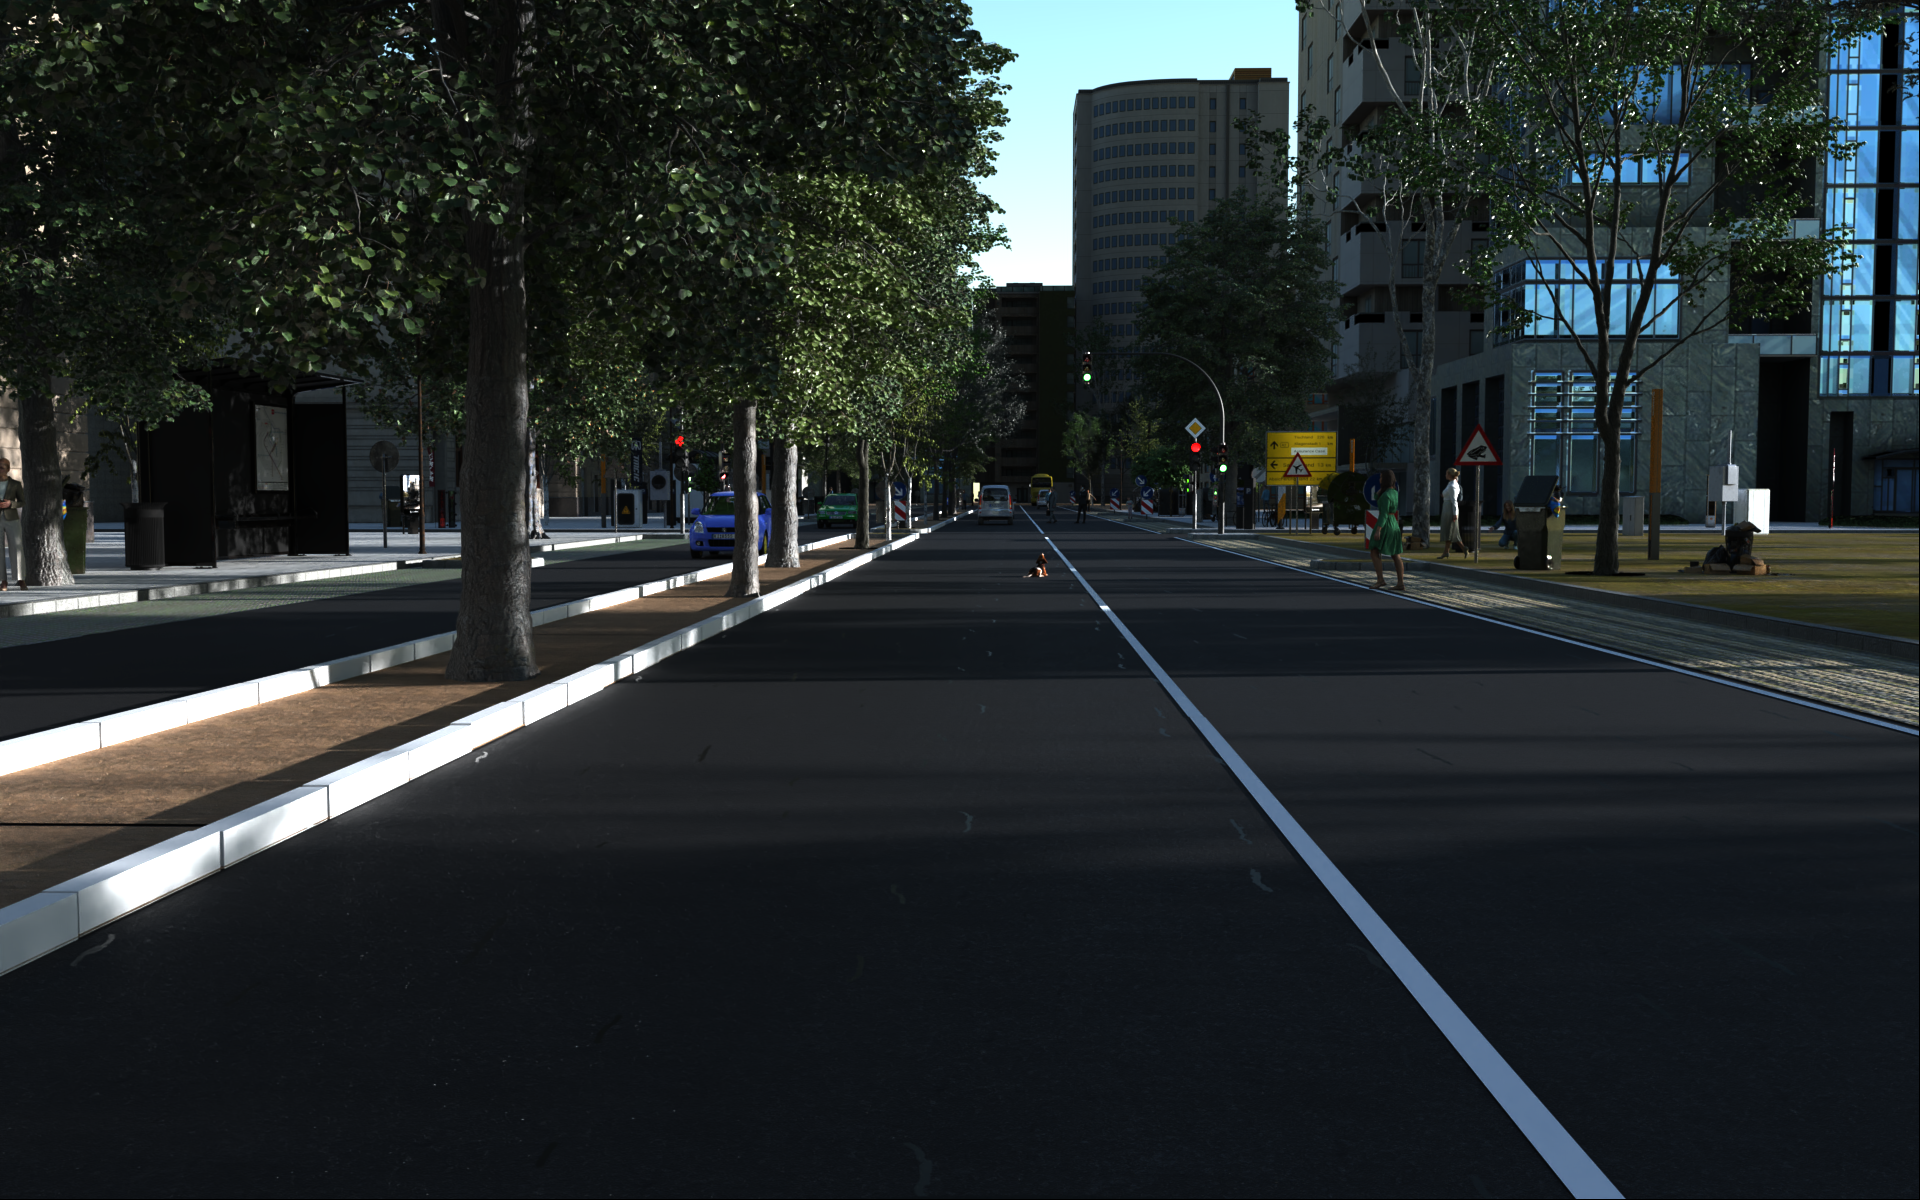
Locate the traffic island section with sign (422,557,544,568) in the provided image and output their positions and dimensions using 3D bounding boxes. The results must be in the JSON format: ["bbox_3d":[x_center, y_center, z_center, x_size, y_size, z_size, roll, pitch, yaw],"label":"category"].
[{"bbox_3d":[-9.333,-1.565,34.219,1.989,1.847,2.006,0,4,2],"label":"traffic island section with sign"}]

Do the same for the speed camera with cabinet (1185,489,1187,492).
[{"bbox_3d":[14.214,-7.193,111.936,2.038,3.252,0.660,3,4,36],"label":"speed camera with cabinet"}]

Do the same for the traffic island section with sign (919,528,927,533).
[{"bbox_3d":[-2.245,-3.397,63.673,2.006,1.907,1.989,0,4,2],"label":"traffic island section with sign"}]

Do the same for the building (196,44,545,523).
[{"bbox_3d":[-28.138,-15.239,85.317,11.583,22.565,21.152,0,4,2],"label":"building"}]

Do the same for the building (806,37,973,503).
[{"bbox_3d":[-13.682,-56.897,242.934,31.000,86.520,22.319,0,4,2],"label":"building"}]

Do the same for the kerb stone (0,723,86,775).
[{"bbox_3d":[-4.899,0.794,9.207,0.120,0.150,1.000,0,4,2],"label":"kerb stone"}]

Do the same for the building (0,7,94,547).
[{"bbox_3d":[-35.221,-14.834,39.799,25.104,27.353,12.463,0,4,2],"label":"building"}]

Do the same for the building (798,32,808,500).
[{"bbox_3d":[-28.656,-46.203,193.671,20.611,71.187,20.563,0,4,2],"label":"building"}]

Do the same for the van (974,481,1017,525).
[{"bbox_3d":[1.674,-4.561,81.577,2.013,2.044,4.112,0,4,1],"label":"van"}]

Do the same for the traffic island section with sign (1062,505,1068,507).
[{"bbox_3d":[12.403,-11.268,192.854,1.989,1.847,2.006,0,4,2],"label":"traffic island section with sign"}]

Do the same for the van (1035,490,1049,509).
[{"bbox_3d":[8.132,-9.638,164.594,2.013,2.044,4.112,0,4,2],"label":"van"}]

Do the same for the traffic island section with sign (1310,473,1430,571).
[{"bbox_3d":[7.766,-1.495,33.067,1.989,1.847,2.006,0,4,2],"label":"traffic island section with sign"}]

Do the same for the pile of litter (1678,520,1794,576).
[{"bbox_3d":[12.457,-0.847,27.819,1.176,0.858,1.719,-2,4,-29],"label":"pile of litter"}]

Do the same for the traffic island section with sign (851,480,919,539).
[{"bbox_3d":[-2.470,-2.944,56.269,2.006,1.907,1.989,0,4,2],"label":"traffic island section with sign"}]

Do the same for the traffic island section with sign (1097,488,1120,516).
[{"bbox_3d":[10.168,-6.540,115.563,1.989,1.847,2.006,0,4,2],"label":"traffic island section with sign"}]

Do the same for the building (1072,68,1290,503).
[{"bbox_3d":[30.180,-42.889,243.235,28.212,58.520,21.231,0,4,2],"label":"building"}]

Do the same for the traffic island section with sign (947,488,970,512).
[{"bbox_3d":[-0.068,-7.990,138.780,2.006,1.907,1.989,0,4,2],"label":"traffic island section with sign"}]

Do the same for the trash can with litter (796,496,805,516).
[{"bbox_3d":[-9.682,-5.619,103.257,0.624,1.170,1.055,-3,5,-44],"label":"trash can with litter"}]

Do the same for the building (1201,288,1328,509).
[{"bbox_3d":[38.024,-19.235,159.528,27.650,21.520,28.899,0,4,2],"label":"building"}]

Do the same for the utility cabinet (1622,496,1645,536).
[{"bbox_3d":[20.804,-2.593,53.550,0.306,1.237,1.020,0,4,1],"label":"utility cabinet"}]

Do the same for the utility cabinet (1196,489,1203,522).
[{"bbox_3d":[10.907,-4.305,79.072,0.318,1.500,1.173,1,4,11],"label":"utility cabinet"}]

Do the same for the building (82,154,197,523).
[{"bbox_3d":[-48.238,-16.079,80.921,19.932,24.808,12.078,0,4,2],"label":"building"}]

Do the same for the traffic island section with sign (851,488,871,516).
[{"bbox_3d":[-6.961,-6.565,115.960,1.989,1.847,2.006,0,4,2],"label":"traffic island section with sign"}]

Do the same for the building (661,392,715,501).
[{"bbox_3d":[-24.596,-17.178,130.012,9.793,20.994,18.267,0,4,2],"label":"building"}]

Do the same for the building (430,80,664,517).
[{"bbox_3d":[-26.687,-19.019,108.225,12.463,27.353,25.104,0,4,2],"label":"building"}]

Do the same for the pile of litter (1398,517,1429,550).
[{"bbox_3d":[10.296,-1.599,40.110,1.719,0.858,1.176,-2,4,-34],"label":"pile of litter"}]

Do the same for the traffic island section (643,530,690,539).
[{"bbox_3d":[-9.025,-2.076,56.225,2.009,0.180,2.903,0,4,2],"label":"traffic island section"}]

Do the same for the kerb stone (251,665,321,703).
[{"bbox_3d":[-4.806,0.607,12.277,0.120,0.150,1.000,0,4,2],"label":"kerb stone"}]

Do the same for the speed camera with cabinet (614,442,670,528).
[{"bbox_3d":[-12.028,-4.352,65.495,2.038,3.252,0.660,0,4,1],"label":"speed camera with cabinet"}]

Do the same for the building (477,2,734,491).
[{"bbox_3d":[-30.986,-37.379,153.145,21.231,58.520,28.212,0,4,2],"label":"building"}]

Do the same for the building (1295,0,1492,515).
[{"bbox_3d":[37.727,-32.073,113.632,28.713,52.752,27.495,0,4,2],"label":"building"}]

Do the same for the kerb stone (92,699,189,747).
[{"bbox_3d":[-4.866,0.732,10.230,0.120,0.150,1.000,0,4,2],"label":"kerb stone"}]

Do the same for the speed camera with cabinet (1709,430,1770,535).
[{"bbox_3d":[24.446,-3.668,54.304,2.038,3.252,0.660,-2,4,-24],"label":"speed camera with cabinet"}]

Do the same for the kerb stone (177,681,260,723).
[{"bbox_3d":[-4.839,0.669,11.251,0.120,0.150,1.000,0,4,2],"label":"kerb stone"}]

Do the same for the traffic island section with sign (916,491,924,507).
[{"bbox_3d":[-4.699,-11.319,193.692,1.989,1.847,2.006,0,4,2],"label":"traffic island section with sign"}]

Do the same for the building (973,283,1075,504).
[{"bbox_3d":[8.746,-28.642,240.000,14.107,30.474,14.160,0,4,2],"label":"building"}]

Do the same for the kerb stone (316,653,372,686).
[{"bbox_3d":[-4.780,0.544,13.301,0.120,0.150,1.000,0,4,2],"label":"kerb stone"}]

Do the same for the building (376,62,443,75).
[{"bbox_3d":[-54.249,-35.051,192.691,30.456,49.044,23.786,0,4,2],"label":"building"}]

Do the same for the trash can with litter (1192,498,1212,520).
[{"bbox_3d":[12.175,-4.619,86.913,0.624,1.170,1.055,3,5,45],"label":"trash can with litter"}]

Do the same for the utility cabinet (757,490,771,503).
[{"bbox_3d":[-10.734,-5.396,96.909,1.173,1.500,0.318,1,4,9],"label":"utility cabinet"}]

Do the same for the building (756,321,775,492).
[{"bbox_3d":[-25.602,-24.673,175.112,14.160,30.474,14.107,0,4,2],"label":"building"}]

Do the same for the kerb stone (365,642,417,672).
[{"bbox_3d":[-4.749,0.482,14.330,0.120,0.150,1.000,0,4,2],"label":"kerb stone"}]

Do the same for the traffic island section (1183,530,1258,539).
[{"bbox_3d":[8.409,-2.045,55.715,2.009,0.180,2.903,0,4,2],"label":"traffic island section"}]

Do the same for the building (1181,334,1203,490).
[{"bbox_3d":[39.426,-21.026,188.813,27.650,21.520,28.899,0,4,2],"label":"building"}]

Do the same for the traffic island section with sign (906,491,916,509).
[{"bbox_3d":[-5.507,-9.627,166.034,1.989,1.847,2.006,0,4,2],"label":"traffic island section with sign"}]

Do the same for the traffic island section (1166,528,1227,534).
[{"bbox_3d":[8.642,-2.533,63.697,2.009,0.180,2.903,0,4,2],"label":"traffic island section"}]

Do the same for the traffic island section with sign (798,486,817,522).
[{"bbox_3d":[-7.749,-4.903,88.791,1.989,1.847,2.006,0,4,2],"label":"traffic island section with sign"}]

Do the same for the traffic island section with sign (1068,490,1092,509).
[{"bbox_3d":[11.612,-9.605,165.672,1.989,1.847,2.006,0,4,2],"label":"traffic island section with sign"}]

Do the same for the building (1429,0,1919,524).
[{"bbox_3d":[39.418,-47.091,82.614,31.000,86.520,22.319,0,4,2],"label":"building"}]

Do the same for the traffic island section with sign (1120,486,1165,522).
[{"bbox_3d":[9.361,-4.872,88.285,1.989,1.847,2.006,0,4,2],"label":"traffic island section with sign"}]

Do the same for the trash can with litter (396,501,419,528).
[{"bbox_3d":[-20.960,-3.336,65.926,0.624,1.170,1.055,0,4,4],"label":"trash can with litter"}]
